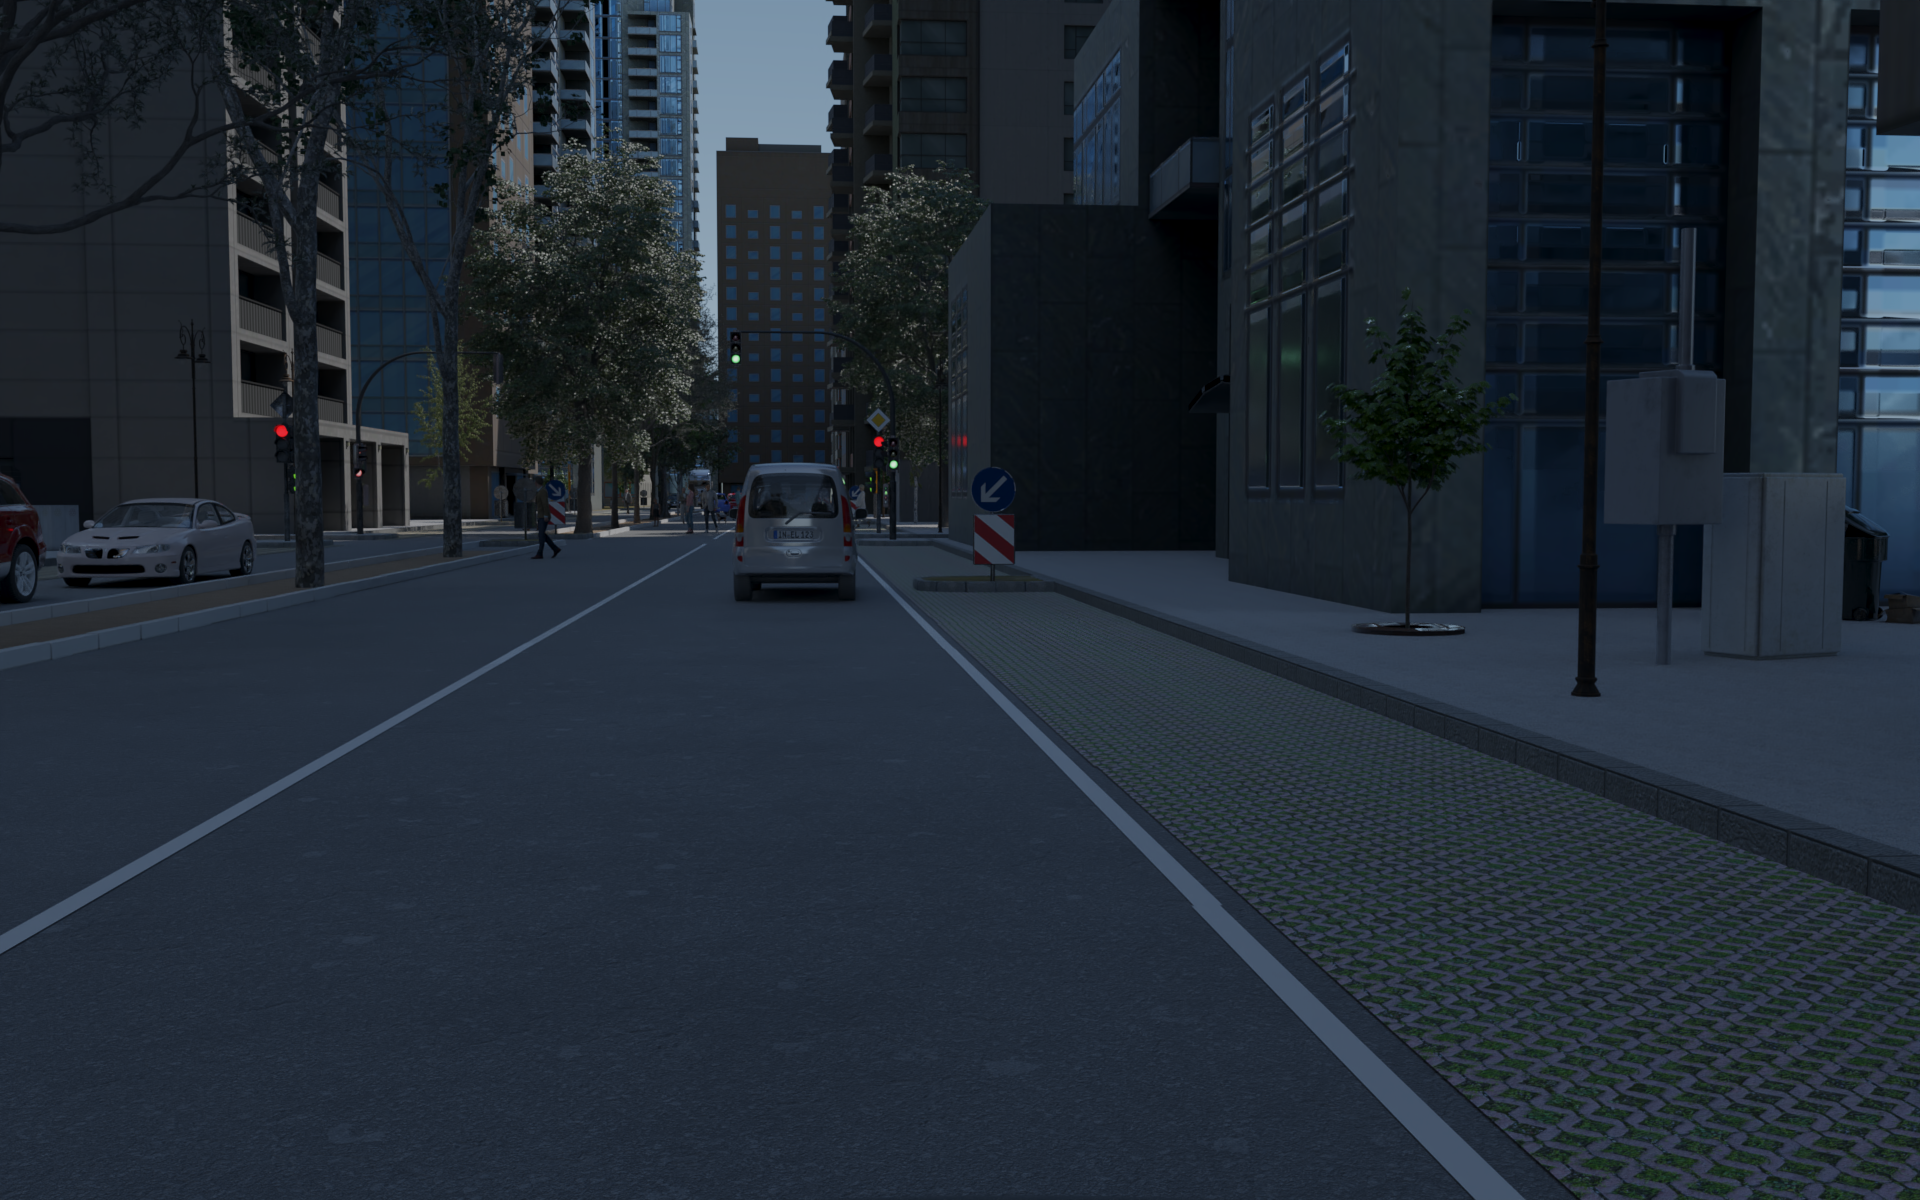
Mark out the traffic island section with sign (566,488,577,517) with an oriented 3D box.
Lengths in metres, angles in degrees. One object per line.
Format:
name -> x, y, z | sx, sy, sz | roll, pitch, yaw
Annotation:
traffic island section with sign -> -23.755, -6.008, 106.855 | 1.989, 1.847, 2.006 | 0, 4, -5

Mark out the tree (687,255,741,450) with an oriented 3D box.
tree -> -14.299, -9.703, 71.464 | 12.009, 13.543, 11.850 | 0, 3, 0

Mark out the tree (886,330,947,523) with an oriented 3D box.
tree -> -1.720, -7.657, 75.559 | 4.737, 8.622, 4.395 | 0, 3, 0

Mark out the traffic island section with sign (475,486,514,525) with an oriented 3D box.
traffic island section with sign -> -21.154, -4.351, 79.770 | 1.989, 1.847, 2.006 | 0, 4, -5

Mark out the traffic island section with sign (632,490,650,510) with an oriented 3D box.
traffic island section with sign -> -28.518, -9.042, 156.459 | 1.989, 1.847, 2.006 | 0, 4, -5

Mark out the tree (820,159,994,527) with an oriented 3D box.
tree -> -0.448, -9.770, 66.394 | 9.857, 13.997, 8.962 | 0, 3, 0

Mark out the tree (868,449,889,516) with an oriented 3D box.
tree -> -3.712, -7.181, 101.129 | 4.285, 4.588, 4.351 | 0, 3, 0

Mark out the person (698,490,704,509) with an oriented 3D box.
person -> -24.368, -9.504, 163.893 | 1.348, 1.823, 0.705 | 3, 5, 41

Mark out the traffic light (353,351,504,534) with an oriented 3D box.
traffic light -> -16.990, -4.928, 55.234 | 4.771, 5.953, 1.251 | 0, 4, -5

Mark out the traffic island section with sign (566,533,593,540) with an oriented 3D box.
traffic island section with sign -> -12.847, -2.890, 55.385 | 2.006, 1.907, 1.989 | 0, 4, -5

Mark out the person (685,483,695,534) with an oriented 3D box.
person -> -9.734, -3.300, 62.458 | 0.388, 1.821, 0.555 | -1, 4, -12

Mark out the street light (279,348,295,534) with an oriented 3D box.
street light -> -21.158, -5.031, 55.045 | 0.468, 5.910, 1.993 | 0, 4, -5

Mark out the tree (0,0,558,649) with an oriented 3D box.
tree -> -8.741, -6.226, 14.624 | 12.009, 13.543, 11.850 | 0, 3, 0

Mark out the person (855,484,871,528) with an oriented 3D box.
person -> -4.106, -3.964, 73.187 | 0.818, 1.842, 0.514 | -2, 4, -26

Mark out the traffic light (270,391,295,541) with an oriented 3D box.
traffic light -> -18.300, -3.555, 47.051 | 0.839, 4.253, 0.868 | 0, 4, -5

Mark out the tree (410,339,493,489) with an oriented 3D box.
tree -> -24.467, -8.113, 83.013 | 4.737, 8.622, 4.395 | 0, 3, 0

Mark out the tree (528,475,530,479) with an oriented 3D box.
tree -> -27.142, -9.445, 104.789 | 4.737, 8.622, 4.395 | 0, 3, 0

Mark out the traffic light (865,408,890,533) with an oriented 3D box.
traffic light -> -2.679, -4.139, 56.585 | 0.839, 4.253, 0.868 | 0, 4, -5

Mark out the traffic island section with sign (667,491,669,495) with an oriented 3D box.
traffic island section with sign -> -31.109, -10.683, 183.290 | 1.989, 1.847, 2.006 | 0, 4, -5

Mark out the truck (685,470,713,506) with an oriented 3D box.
truck -> -29.501, -12.692, 197.264 | 2.967, 4.110, 18.799 | 0, 4, -7

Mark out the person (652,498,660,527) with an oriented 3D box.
person -> -13.279, -3.825, 75.706 | 0.362, 1.253, 0.373 | 1, 4, 13

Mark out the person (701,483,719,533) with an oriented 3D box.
person -> -9.246, -3.409, 64.083 | 0.661, 1.843, 0.795 | 1, 4, 15

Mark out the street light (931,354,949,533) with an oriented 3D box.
street light -> -0.652, -5.169, 57.306 | 0.468, 5.910, 1.993 | 0, 4, -5

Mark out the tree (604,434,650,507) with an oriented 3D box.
tree -> -32.352, -15.215, 166.892 | 7.486, 12.596, 7.792 | 0, 3, 0

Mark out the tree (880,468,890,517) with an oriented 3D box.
tree -> -3.922, -6.289, 97.423 | 1.663, 3.219, 1.824 | 0, 3, 0

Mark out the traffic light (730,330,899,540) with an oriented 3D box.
traffic light -> -3.989, -4.503, 48.296 | 4.771, 5.953, 1.251 | 0, 4, -5

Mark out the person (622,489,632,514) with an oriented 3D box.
person -> -23.551, -6.945, 122.455 | 0.661, 1.777, 0.834 | 1, 4, 13

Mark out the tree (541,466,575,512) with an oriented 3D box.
tree -> -28.637, -7.913, 123.975 | 1.663, 3.219, 1.824 | 0, 3, 0

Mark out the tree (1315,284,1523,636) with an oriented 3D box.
tree -> 4.152, -1.319, 16.172 | 1.663, 3.219, 1.824 | 0, 3, 0

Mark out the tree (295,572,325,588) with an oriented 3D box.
tree -> -11.236, -10.292, 26.626 | 12.611, 20.169, 13.585 | 0, 3, 0

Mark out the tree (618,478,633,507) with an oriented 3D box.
tree -> -33.616, -10.951, 173.655 | 1.663, 3.219, 1.824 | 0, 3, 0

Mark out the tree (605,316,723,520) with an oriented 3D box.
tree -> -16.760, -10.186, 94.758 | 9.928, 11.665, 9.643 | 0, 3, 0

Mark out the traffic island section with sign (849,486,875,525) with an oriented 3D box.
traffic island section with sign -> -5.042, -4.474, 81.775 | 1.989, 1.847, 2.006 | 0, 4, -5

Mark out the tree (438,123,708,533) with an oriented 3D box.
tree -> -13.237, -9.259, 60.489 | 9.857, 13.997, 8.962 | 0, 3, 0

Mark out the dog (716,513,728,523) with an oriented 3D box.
dog -> -11.599, -3.984, 84.421 | 0.406, 0.507, 0.540 | 1, 4, 19

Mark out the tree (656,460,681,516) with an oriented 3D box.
tree -> -18.483, -9.815, 113.290 | 4.360, 8.622, 3.978 | 0, 3, 0

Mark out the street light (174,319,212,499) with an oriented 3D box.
street light -> -20.258, -4.469, 45.862 | 0.468, 5.910, 1.993 | 0, 4, -5

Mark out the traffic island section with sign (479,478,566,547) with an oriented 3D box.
traffic island section with sign -> -12.147, -2.439, 48.011 | 2.006, 1.907, 1.989 | 0, 4, -5

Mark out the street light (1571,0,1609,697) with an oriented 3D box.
street light -> 3.983, -2.328, 10.844 | 0.468, 5.910, 1.993 | 0, 4, -5

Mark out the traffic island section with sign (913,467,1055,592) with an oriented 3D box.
traffic island section with sign -> 0.310, -1.065, 26.045 | 1.989, 1.847, 2.006 | 0, 4, -5

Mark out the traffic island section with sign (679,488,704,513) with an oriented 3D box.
traffic island section with sign -> -20.047, -7.464, 130.179 | 2.006, 1.907, 1.989 | 0, 4, -5

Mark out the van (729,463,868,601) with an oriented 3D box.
van -> -2.311, -1.078, 24.633 | 2.013, 2.044, 4.112 | 0, 4, -4

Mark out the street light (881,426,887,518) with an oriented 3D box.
street light -> -4.152, -7.401, 93.801 | 0.468, 5.910, 1.993 | 0, 4, -5

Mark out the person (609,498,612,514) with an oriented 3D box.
person -> -23.361, -6.268, 115.988 | 0.505, 1.210, 0.382 | 3, 5, 43

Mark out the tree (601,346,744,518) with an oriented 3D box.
tree -> -17.921, -11.318, 104.510 | 9.611, 12.733, 9.660 | 0, 3, 0

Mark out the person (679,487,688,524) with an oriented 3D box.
person -> -13.202, -4.519, 82.942 | 0.519, 1.759, 0.362 | -2, 4, -28
